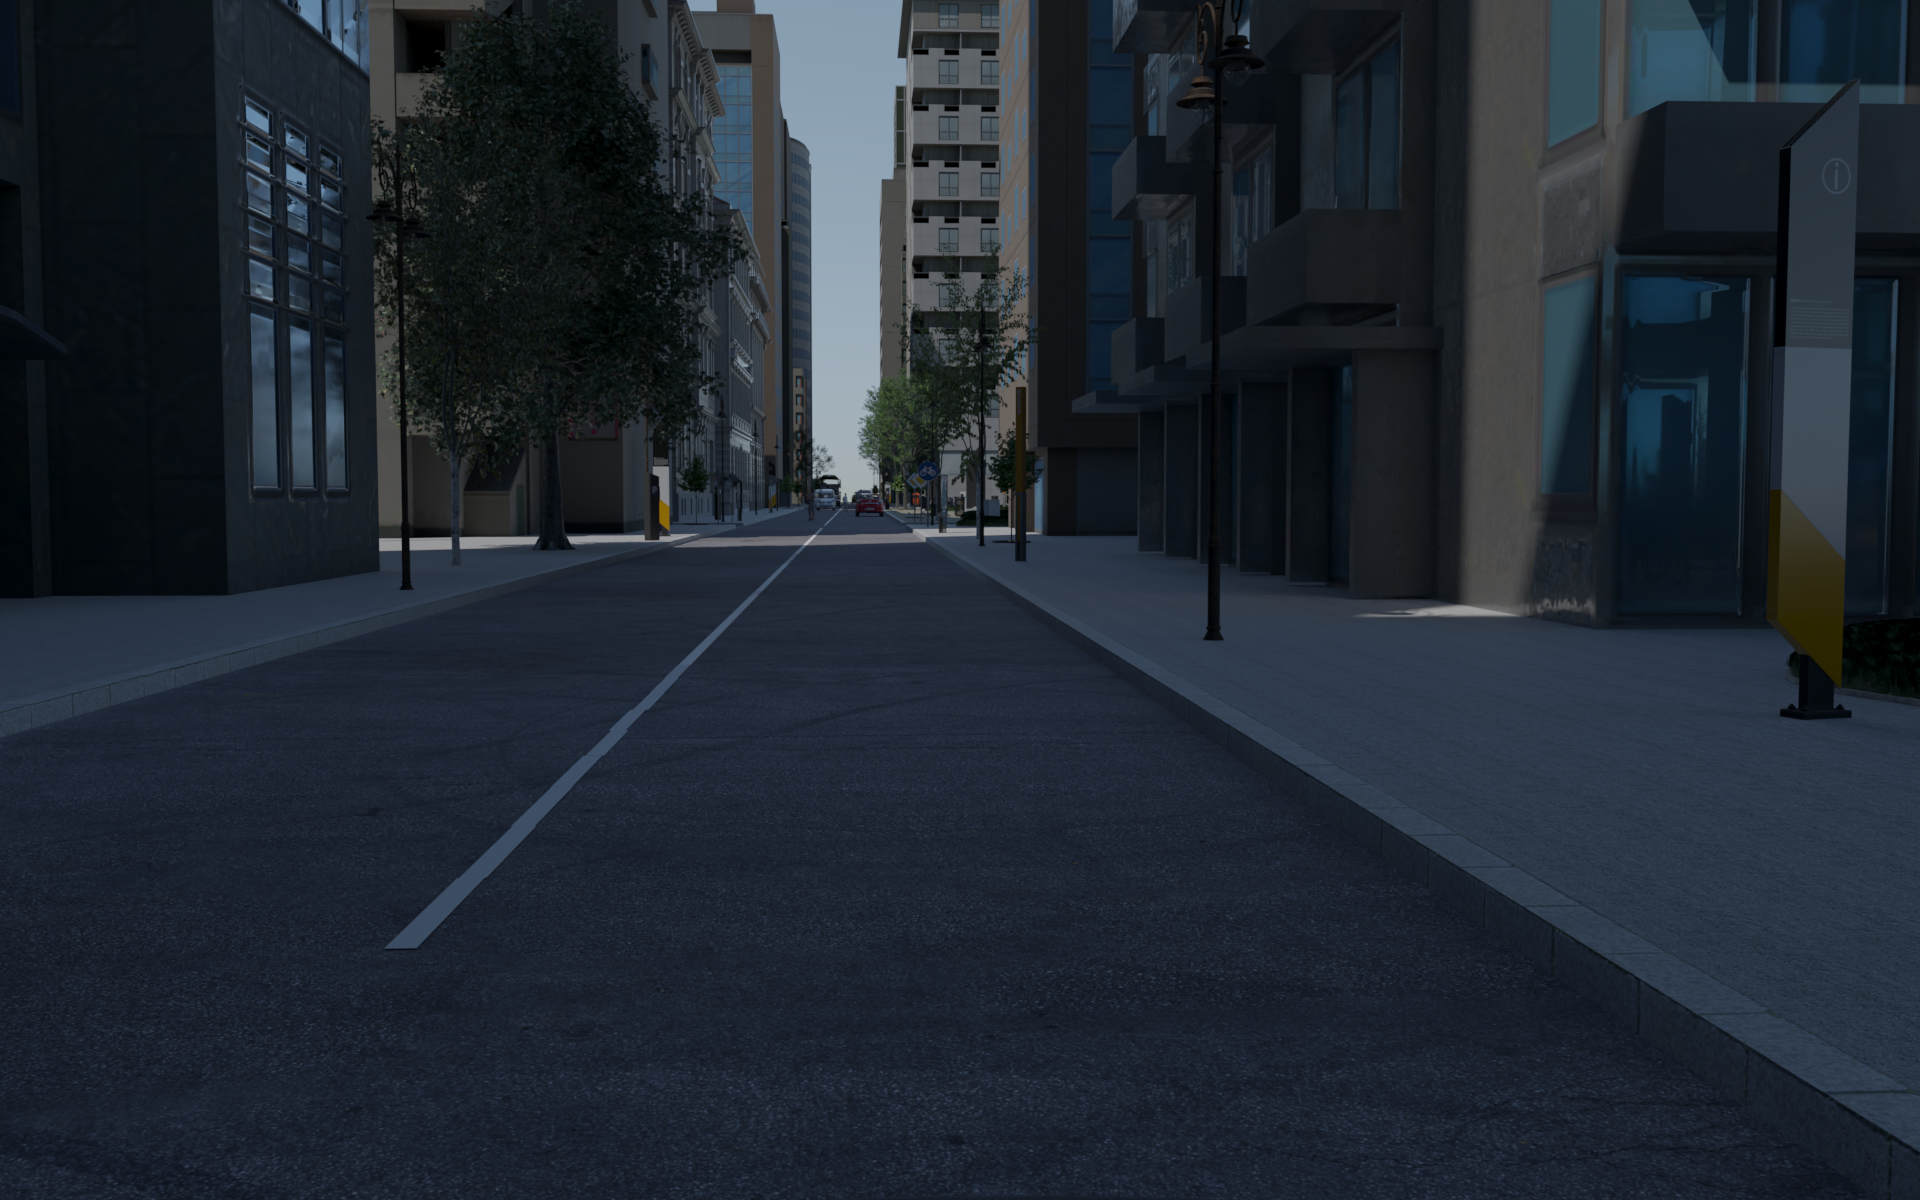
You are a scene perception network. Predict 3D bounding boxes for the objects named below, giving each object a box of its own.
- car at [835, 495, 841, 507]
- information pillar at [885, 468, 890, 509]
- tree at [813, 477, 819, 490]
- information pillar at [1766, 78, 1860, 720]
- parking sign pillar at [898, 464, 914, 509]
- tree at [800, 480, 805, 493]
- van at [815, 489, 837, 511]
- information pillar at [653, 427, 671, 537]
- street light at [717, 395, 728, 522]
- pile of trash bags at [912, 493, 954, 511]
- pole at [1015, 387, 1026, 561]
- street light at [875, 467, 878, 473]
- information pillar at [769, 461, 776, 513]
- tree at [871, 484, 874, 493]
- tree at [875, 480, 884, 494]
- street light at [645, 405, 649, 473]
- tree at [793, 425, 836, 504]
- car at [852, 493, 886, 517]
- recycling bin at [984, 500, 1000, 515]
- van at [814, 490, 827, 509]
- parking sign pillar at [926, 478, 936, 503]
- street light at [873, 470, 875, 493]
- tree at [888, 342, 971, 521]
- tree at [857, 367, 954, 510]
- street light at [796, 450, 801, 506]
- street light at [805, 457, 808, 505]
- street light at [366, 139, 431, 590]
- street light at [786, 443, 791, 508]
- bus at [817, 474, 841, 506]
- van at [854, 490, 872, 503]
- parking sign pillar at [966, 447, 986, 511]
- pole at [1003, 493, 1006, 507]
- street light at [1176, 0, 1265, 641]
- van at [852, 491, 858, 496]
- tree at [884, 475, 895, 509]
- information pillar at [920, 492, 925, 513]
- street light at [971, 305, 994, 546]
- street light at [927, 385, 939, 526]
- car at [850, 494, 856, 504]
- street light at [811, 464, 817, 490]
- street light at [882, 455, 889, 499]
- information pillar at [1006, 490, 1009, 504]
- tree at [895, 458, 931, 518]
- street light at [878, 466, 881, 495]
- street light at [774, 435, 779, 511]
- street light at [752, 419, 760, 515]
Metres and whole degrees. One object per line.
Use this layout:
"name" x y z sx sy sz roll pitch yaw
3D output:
"car" -14.598 -11.378 198.606 1.945 1.354 3.894 0 4 -4
"information pillar" -6.424 -9.918 153.518 0.504 3.616 0.183 -1 4 -10
"tree" -25.688 -20.061 311.710 4.285 4.588 4.351 0 3 0
"information pillar" 4.842 -1.130 9.825 0.504 3.616 0.183 -1 4 -18
"parking sign pillar" -4.485 -9.652 146.287 1.447 3.967 1.447 0 4 6
"tree" -17.547 -11.675 185.480 1.663 3.219 1.824 0 3 0
"van" -11.782 -8.888 152.329 2.013 2.044 4.112 0 4 -3
"information pillar" -9.013 -3.728 52.305 0.504 3.616 0.183 -1 4 -10
"street light" -10.899 -6.528 79.517 0.468 5.910 1.993 0 4 -3
"pile of trash bags" -1.956 -7.462 131.748 3.447 1.369 1.912 1 4 11
"pole" 1.159 -2.394 32.991 0.158 3.312 0.155 0 3 0
"street light" -10.737 -15.753 230.347 0.468 5.910 1.993 0 4 -3
"information pillar" -13.055 -7.887 120.300 0.504 3.616 0.183 -1 4 -9
"tree" -14.936 -18.990 305.089 1.663 3.219 1.824 0 3 0
"tree" -8.343 -12.624 201.001 1.663 3.219 1.824 0 3 0
"street light" -9.002 -4.707 49.739 0.468 5.910 1.993 0 4 -3
"tree" -20.709 -18.150 231.170 8.767 10.594 7.601 -1 4 -11
"car" -5.799 -6.225 110.812 2.155 1.783 4.494 0 4 -4
"recycling bin" 1.356 -4.126 80.016 0.722 1.027 0.722 -3 4 -36
"van" -13.773 -9.889 168.695 2.013 2.044 4.112 0 4 -3
"parking sign pillar" -2.725 -10.051 152.801 1.447 3.967 1.447 0 4 2
"street light" -12.433 -17.558 259.860 0.468 5.910 1.993 0 4 -3
"tree" -1.200 -8.124 83.191 4.360 8.622 3.978 0 3 0
"tree" -4.282 -13.111 140.124 9.928 11.665 9.643 0 3 0
"street light" -17.049 -12.850 182.883 0.468 5.910 1.993 0 4 -3
"street light" -18.585 -14.485 209.615 0.468 5.910 1.993 0 4 -3
"street light" -7.421 -3.074 23.044 0.468 5.910 1.993 0 4 -3
"street light" -15.441 -11.217 156.189 0.468 5.910 1.993 0 4 -3
"bus" -16.534 -13.988 220.252 2.896 3.916 12.252 0 4 -2
"van" -9.318 -9.865 168.301 2.013 2.044 4.112 0 4 -5
"parking sign pillar" 0.885 -6.620 96.715 1.447 3.967 1.447 -2 4 -35
"pole" 3.033 -7.593 117.986 0.158 3.312 0.155 0 3 0
"street light" 2.230 -2.585 15.059 0.468 5.910 1.993 0 4 -3
"van" -16.329 -16.576 278.035 2.013 2.044 4.112 0 4 -4
"tree" -5.179 -9.510 150.083 1.663 3.219 1.824 0 3 0
"information pillar" -2.500 -6.846 116.421 0.304 2.012 0.304 0 4 -5
"street light" 0.541 -4.261 42.452 0.468 5.910 1.993 0 4 -3
"street light" -1.126 -5.980 70.568 0.468 5.910 1.993 0 4 -3
"car" -15.339 -15.159 258.078 2.015 1.641 3.980 0 4 -4
"street light" -20.284 -16.250 238.479 0.468 5.910 1.993 0 4 -3
"street light" -7.503 -12.474 176.730 0.468 5.910 1.993 0 4 -3
"information pillar" 4.017 -8.567 144.561 0.304 2.012 0.304 1 4 18
"tree" -2.396 -6.027 93.136 1.663 3.219 1.824 0 3 0
"street light" -9.101 -14.120 203.655 0.468 5.910 1.993 0 4 -3
"street light" -14.067 -9.813 133.237 0.468 5.910 1.993 0 4 -3
"street light" -12.516 -8.160 106.211 0.468 5.910 1.993 0 4 -3
